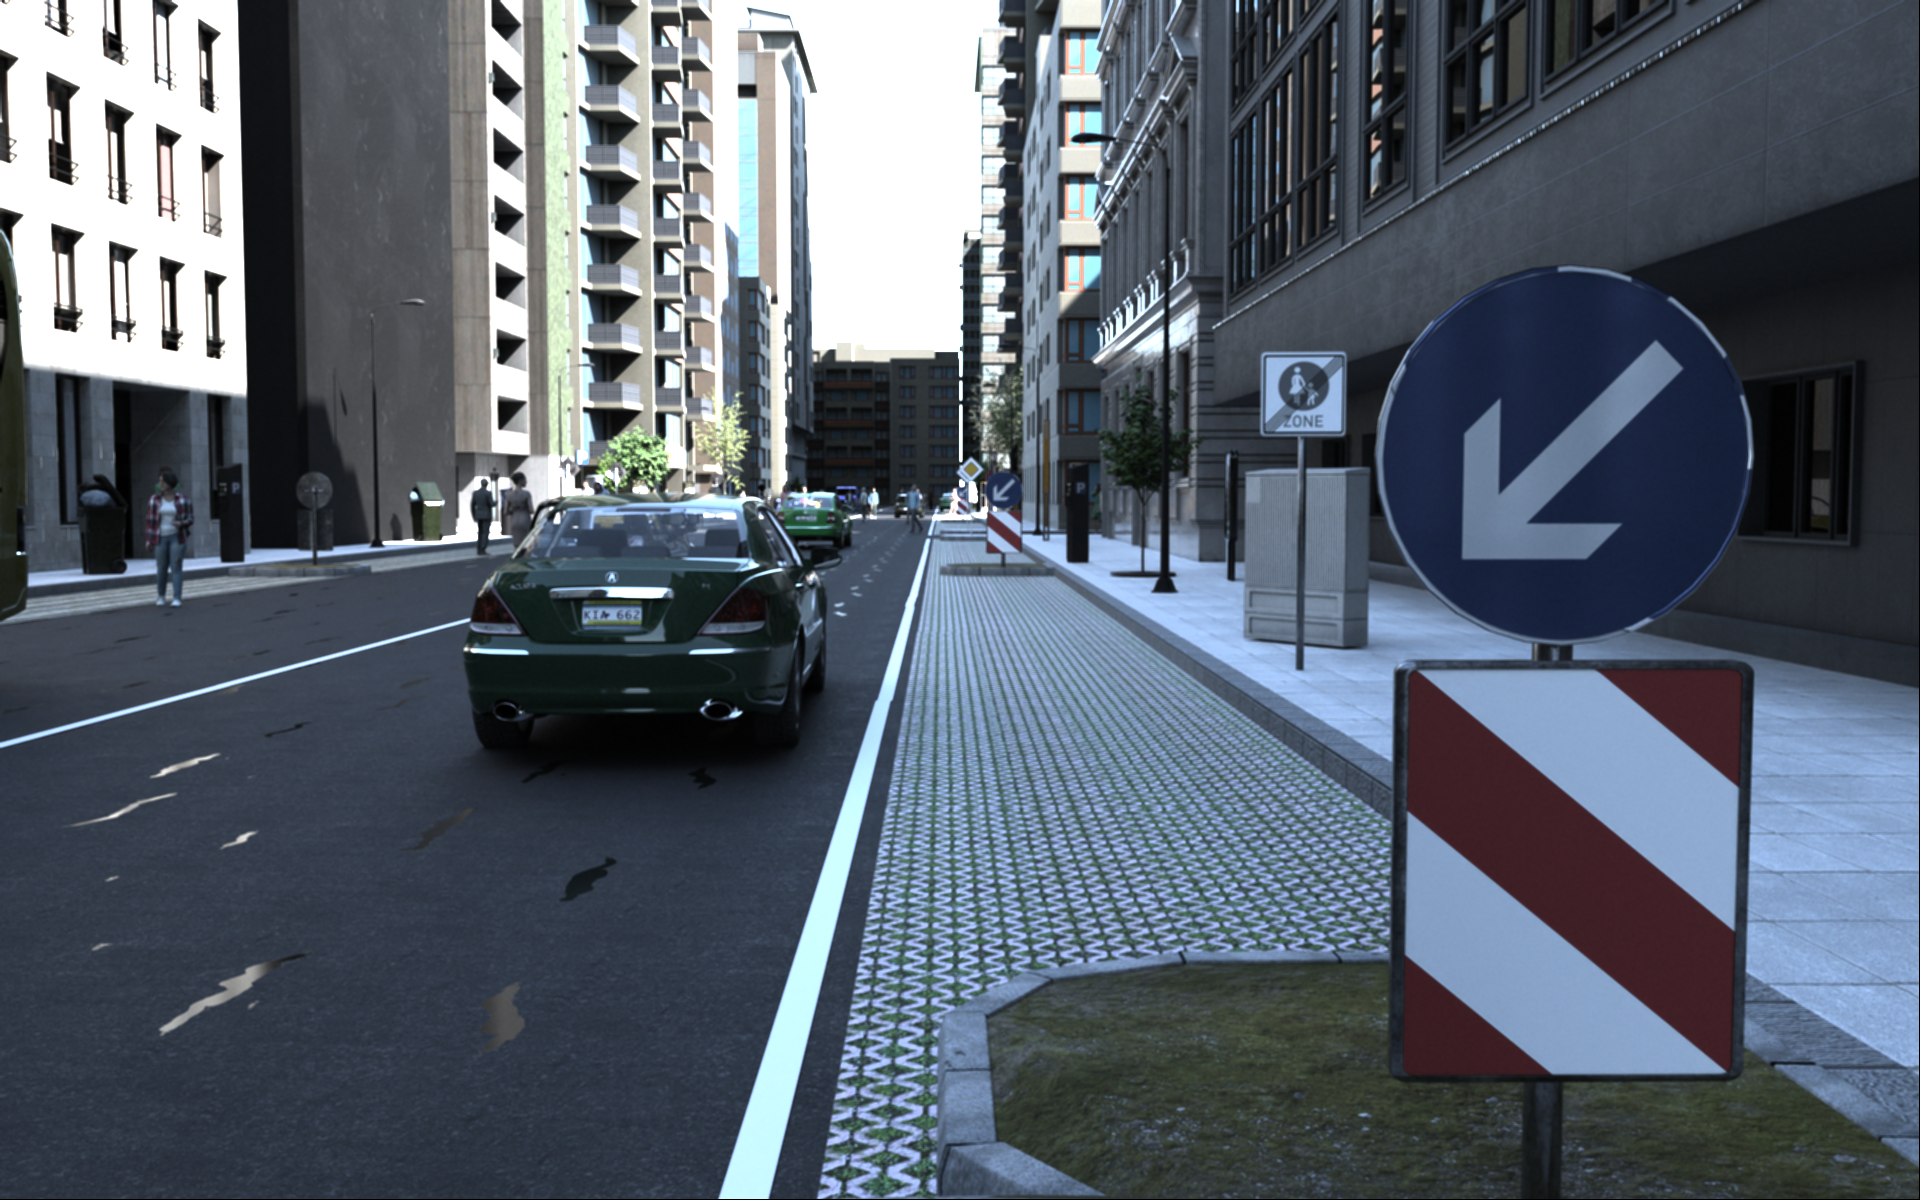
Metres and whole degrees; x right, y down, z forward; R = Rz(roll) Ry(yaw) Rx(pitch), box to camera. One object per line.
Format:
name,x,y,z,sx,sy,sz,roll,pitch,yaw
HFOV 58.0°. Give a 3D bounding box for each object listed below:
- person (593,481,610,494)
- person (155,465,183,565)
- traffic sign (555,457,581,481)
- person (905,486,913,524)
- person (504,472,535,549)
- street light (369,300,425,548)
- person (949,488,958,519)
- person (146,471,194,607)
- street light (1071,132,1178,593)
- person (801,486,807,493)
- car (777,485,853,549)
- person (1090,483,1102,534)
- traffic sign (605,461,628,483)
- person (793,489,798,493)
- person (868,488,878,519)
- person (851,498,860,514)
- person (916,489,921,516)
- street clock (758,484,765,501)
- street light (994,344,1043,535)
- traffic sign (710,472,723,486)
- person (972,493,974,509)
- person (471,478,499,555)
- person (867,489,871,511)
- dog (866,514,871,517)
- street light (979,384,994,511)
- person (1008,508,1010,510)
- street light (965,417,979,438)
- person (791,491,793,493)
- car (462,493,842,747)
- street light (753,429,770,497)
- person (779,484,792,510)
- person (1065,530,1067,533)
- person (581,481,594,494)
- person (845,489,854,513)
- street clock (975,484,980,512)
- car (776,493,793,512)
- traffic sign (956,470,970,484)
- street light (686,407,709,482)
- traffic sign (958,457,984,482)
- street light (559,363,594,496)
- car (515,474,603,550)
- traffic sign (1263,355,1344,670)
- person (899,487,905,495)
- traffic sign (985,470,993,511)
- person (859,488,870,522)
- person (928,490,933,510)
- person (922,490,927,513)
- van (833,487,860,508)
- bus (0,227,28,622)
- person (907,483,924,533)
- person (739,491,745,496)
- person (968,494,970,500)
person,-10.197,-2.495,49.554,0.793,1.790,0.793,-1,4,-15
person,-13.902,-1.474,30.390,0.529,1.795,0.600,2,4,26
traffic sign,-12.127,-3.142,53.569,0.795,2.593,0.064,0,4,-1
person,-2.361,-4.619,84.113,0.635,1.810,0.391,-1,4,-12
person,-6.941,-1.150,27.642,0.599,1.781,0.374,1,4,11
street light,-13.489,-4.219,41.528,1.470,5.913,1.316,0,4,-1
person,-0.373,-5.579,100.063,0.599,1.781,0.374,-1,4,-14
person,-10.071,-0.780,22.092,0.563,1.720,0.643,-1,4,-14
street light,2.130,-3.051,22.431,1.470,5.913,1.316,0,4,-1
person,-5.877,-3.352,64.148,0.643,1.720,0.563,0,4,8
car,-3.903,-2.307,46.516,1.959,1.807,4.718,0,4,1
person,4.749,-3.086,59.210,0.529,1.795,0.600,-1,4,-11
traffic sign,-12.214,-3.631,61.553,0.795,2.593,0.064,0,4,-1
person,-15.306,-9.465,161.341,0.990,1.755,0.434,2,4,25
person,-5.026,-5.608,100.526,0.601,1.785,0.444,-1,4,-10
person,-7.589,-6.840,125.832,0.738,1.151,1.012,-1,4,-19
person,-2.708,-6.356,113.016,0.593,1.750,0.643,-1,4,-15
street clock,-14.970,-7.727,130.908,0.471,2.002,0.358,1,4,18
street light,1.878,-4.961,53.657,1.470,5.913,1.316,0,4,-1
traffic sign,-14.350,-6.230,101.969,0.768,2.556,0.104,0,4,6
person,1.071,-8.764,152.593,0.557,1.426,1.065,0,4,3
person,-11.049,-1.937,40.353,0.661,1.801,0.590,1,4,20
person,-7.352,-8.021,139.578,1.348,1.831,0.705,-1,4,-23
dog,-5.855,-5.565,110.269,0.406,0.507,0.540,1,4,20
street light,1.652,-6.150,73.087,1.470,5.913,1.316,0,4,-1
person,3.984,-8.048,138.408,1.217,1.735,0.721,-3,5,-44
street light,1.208,-8.074,104.556,1.470,5.913,1.316,0,4,-1
person,-17.898,-10.755,182.685,0.742,1.727,0.445,1,4,19
car,-1.857,0.033,11.252,2.131,1.459,4.920,0,4,-2
street light,-14.344,-9.301,124.614,1.470,5.913,1.316,0,4,-1
person,-7.010,-3.732,69.532,0.555,1.821,0.388,-1,4,-20
person,3.687,-2.945,54.292,0.767,1.812,0.694,0,4,2
person,-14.069,-3.611,65.357,0.678,1.792,0.850,1,4,19
person,-8.317,-7.507,131.217,0.794,1.824,0.713,0,4,5
street clock,1.250,-7.190,122.130,0.358,2.002,0.471,0,4,-5
car,-9.795,-5.640,101.801,1.945,1.707,3.694,0,4,-1
traffic sign,0.279,-3.638,61.669,0.795,2.593,0.064,0,4,-1
street light,-14.116,-7.355,92.802,1.470,5.913,1.316,0,4,-1
traffic sign,0.367,-3.150,53.685,0.795,2.593,0.064,0,4,-1
street light,-13.666,-5.446,61.578,1.470,5.913,1.316,0,4,-1
car,-4.429,-0.749,22.035,2.009,1.686,4.222,0,4,0
traffic sign,2.477,-0.638,12.565,0.606,2.300,0.079,0,4,4
person,-4.067,-7.024,122.699,0.474,1.900,0.648,0,4,-3
traffic sign,1.682,-5.502,90.063,0.768,2.556,0.104,0,4,3
person,-4.854,-4.863,88.488,0.515,1.767,0.782,2,4,26
person,-2.634,-8.949,154.957,0.705,1.807,1.348,-1,4,-20
person,-2.654,-7.322,129.210,0.522,1.701,0.512,3,5,41
van,-9.458,-8.567,144.450,2.240,2.365,5.245,0,4,-2
bus,-8.214,-0.952,7.117,2.896,3.916,12.252,0,4,-1
person,-1.611,-3.379,63.614,0.748,1.841,0.638,-2,4,-24
person,-14.505,-6.520,115.232,0.503,1.515,0.523,0,4,3
person,1.009,-11.177,189.311,0.721,1.766,1.217,0,4,1
